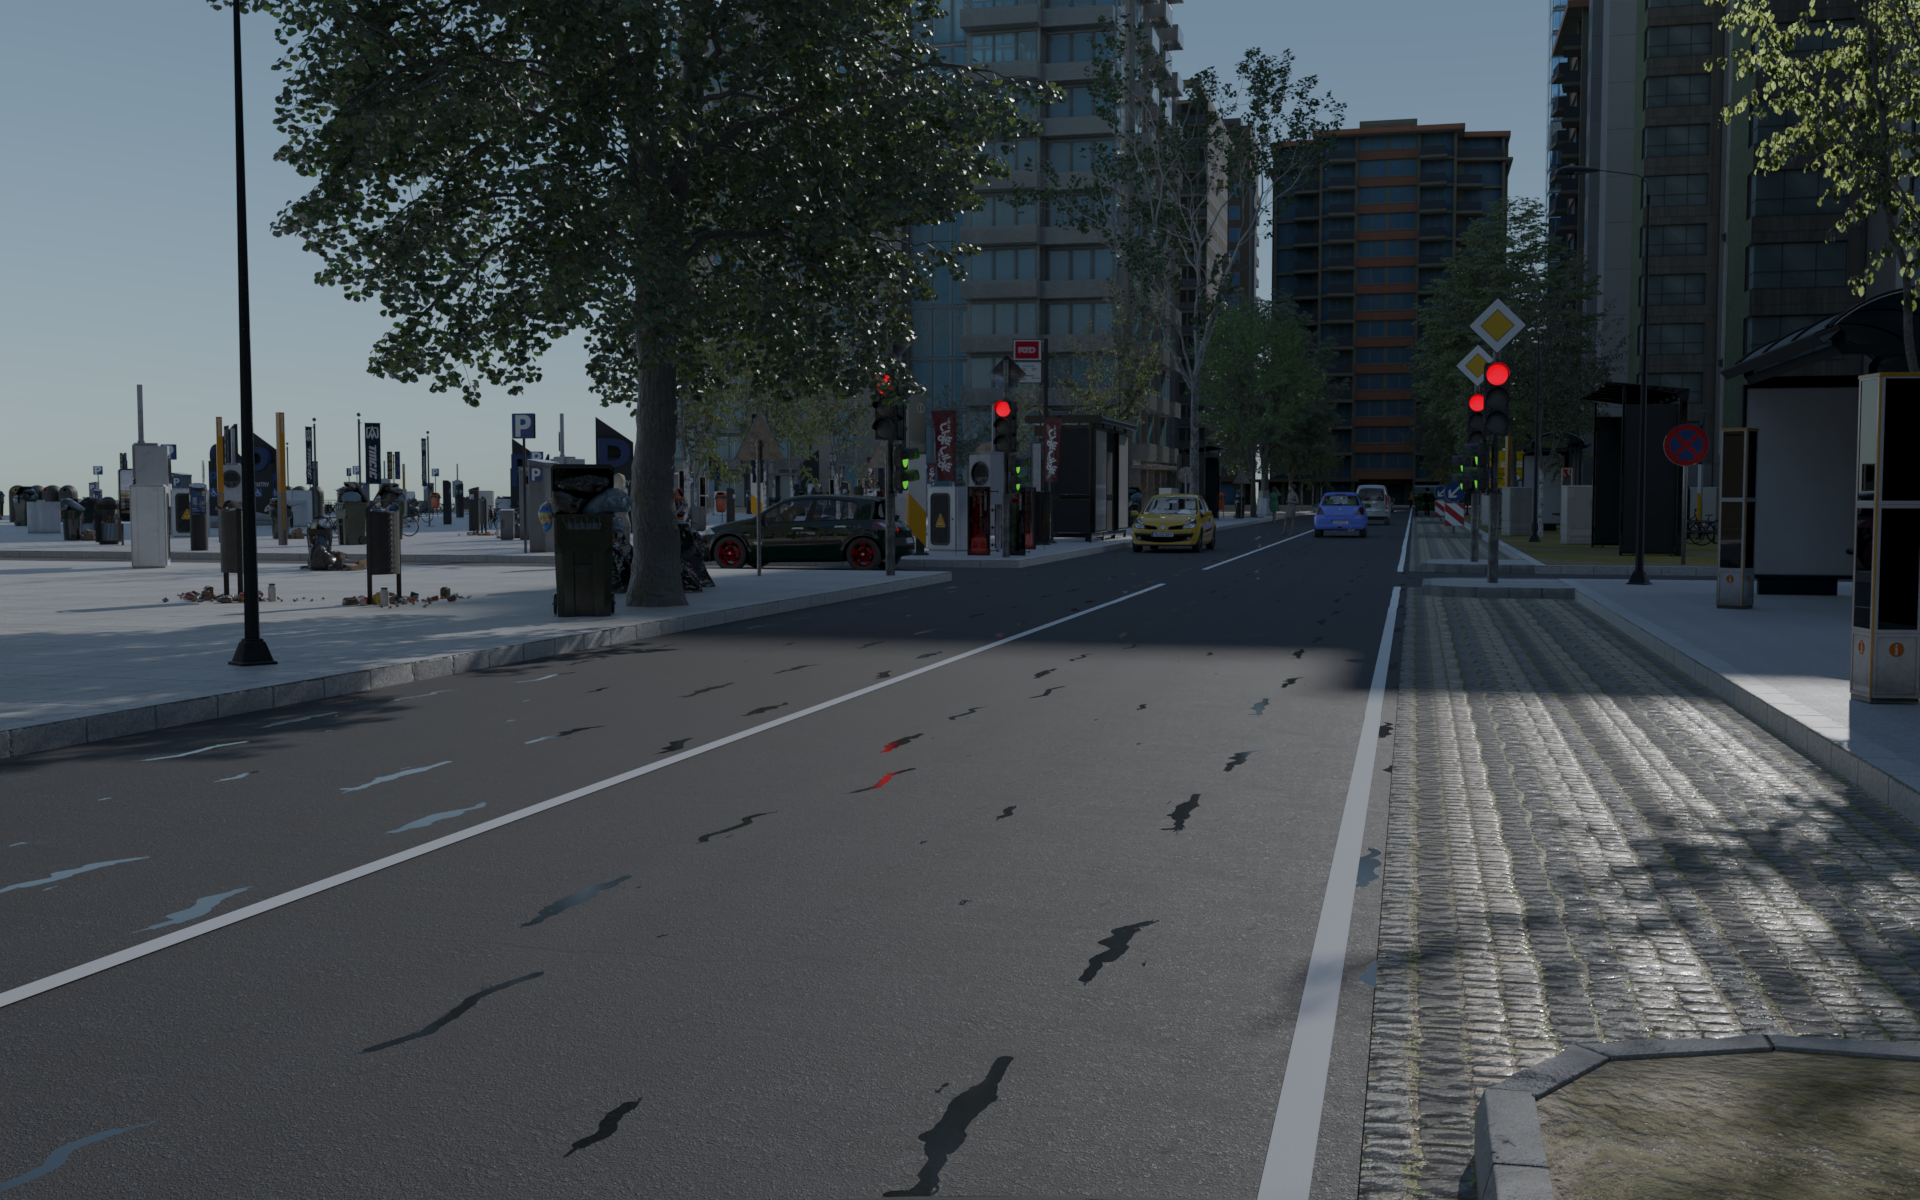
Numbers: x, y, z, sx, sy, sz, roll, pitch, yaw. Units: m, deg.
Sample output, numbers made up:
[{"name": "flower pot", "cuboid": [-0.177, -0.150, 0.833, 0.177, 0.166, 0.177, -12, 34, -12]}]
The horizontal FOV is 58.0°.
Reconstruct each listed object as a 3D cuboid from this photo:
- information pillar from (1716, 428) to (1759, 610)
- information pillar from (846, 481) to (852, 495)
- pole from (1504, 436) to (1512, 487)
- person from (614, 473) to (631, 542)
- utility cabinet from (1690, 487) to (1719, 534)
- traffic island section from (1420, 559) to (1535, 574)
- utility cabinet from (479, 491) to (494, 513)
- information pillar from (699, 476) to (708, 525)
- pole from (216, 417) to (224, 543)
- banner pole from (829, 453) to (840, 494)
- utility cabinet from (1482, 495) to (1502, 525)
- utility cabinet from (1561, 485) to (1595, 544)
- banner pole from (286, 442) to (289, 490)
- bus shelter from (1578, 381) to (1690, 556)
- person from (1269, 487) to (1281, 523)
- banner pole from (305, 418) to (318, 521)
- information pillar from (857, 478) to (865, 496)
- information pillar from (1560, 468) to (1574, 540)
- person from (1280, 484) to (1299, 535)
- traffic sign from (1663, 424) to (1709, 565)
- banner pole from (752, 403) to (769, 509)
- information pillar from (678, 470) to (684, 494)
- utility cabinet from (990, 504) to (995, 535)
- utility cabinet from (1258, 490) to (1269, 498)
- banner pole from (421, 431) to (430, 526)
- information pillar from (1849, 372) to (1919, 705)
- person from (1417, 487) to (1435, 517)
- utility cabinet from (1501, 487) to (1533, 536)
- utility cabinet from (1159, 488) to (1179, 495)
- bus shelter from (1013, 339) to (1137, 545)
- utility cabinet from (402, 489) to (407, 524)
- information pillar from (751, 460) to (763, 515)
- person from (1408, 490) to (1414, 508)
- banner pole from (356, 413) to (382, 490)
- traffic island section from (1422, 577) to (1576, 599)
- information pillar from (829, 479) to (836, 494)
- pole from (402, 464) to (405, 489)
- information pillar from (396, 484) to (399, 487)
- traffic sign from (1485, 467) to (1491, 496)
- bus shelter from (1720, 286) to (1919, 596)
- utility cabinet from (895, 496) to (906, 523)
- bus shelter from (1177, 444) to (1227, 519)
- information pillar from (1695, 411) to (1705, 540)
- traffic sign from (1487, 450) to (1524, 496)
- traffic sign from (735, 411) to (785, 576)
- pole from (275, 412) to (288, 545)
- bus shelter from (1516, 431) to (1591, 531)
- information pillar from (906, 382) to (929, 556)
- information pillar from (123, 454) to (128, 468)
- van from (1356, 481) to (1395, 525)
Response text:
[{"name": "information pillar", "cuboid": [8.691, -0.910, 19.368, 0.304, 2.012, 0.304, -3, 5, -43]}, {"name": "information pillar", "cuboid": [-6.182, -5.616, 96.318, 0.304, 2.012, 0.304, 0, 4, 4]}, {"name": "pole", "cuboid": [19.278, -4.105, 60.965, 0.158, 3.312, 0.155, 0, 3, 0]}, {"name": "person", "cuboid": [-6.118, -1.363, 30.974, 0.537, 1.800, 0.526, 1, 4, 20]}, {"name": "utility cabinet", "cuboid": [23.727, -2.864, 55.503, 0.318, 1.500, 1.173, -3, 4, -39]}, {"name": "traffic island section", "cuboid": [9.751, -0.642, 32.771, 2.009, 0.180, 2.903, 1, 4, 15]}, {"name": "utility cabinet", "cuboid": [-30.229, -6.203, 110.095, 1.173, 1.500, 0.318, 0, 4, 4]}, {"name": "information pillar", "cuboid": [-10.621, -4.111, 71.705, 0.304, 2.012, 0.304, 0, 4, 3]}, {"name": "pole", "cuboid": [-19.511, -3.171, 45.691, 0.158, 3.312, 0.155, 0, 3, 0]}, {"name": "banner pole", "cuboid": [-6.595, -6.230, 91.882, 0.863, 3.779, 0.401, 2, 4, 31]}, {"name": "utility cabinet", "cuboid": [21.972, -3.694, 71.564, 0.306, 1.237, 1.020, -1, 4, -17]}, {"name": "utility cabinet", "cuboid": [15.870, -2.157, 43.954, 1.173, 1.500, 0.318, -1, 4, -12]}, {"name": "banner pole", "cuboid": [-32.646, -5.732, 83.739, 0.401, 3.779, 0.863, 1, 4, 19]}, {"name": "bus shelter", "cuboid": [14.990, -2.905, 38.772, 1.731, 3.624, 6.357, 1, 4, 15]}, {"name": "person", "cuboid": [15.329, -4.633, 84.499, 0.600, 1.795, 0.529, 1, 4, 23]}, {"name": "banner pole", "cuboid": [-21.157, -4.069, 56.549, 0.401, 3.779, 0.863, 0, 4, 7]}, {"name": "information pillar", "cuboid": [-4.664, -4.717, 81.618, 0.304, 2.012, 0.304, 1, 4, 11]}, {"name": "information pillar", "cuboid": [17.061, -2.704, 48.709, 0.304, 2.012, 0.304, 2, 4, 23]}, {"name": "person", "cuboid": [11.450, -3.138, 60.147, 0.374, 1.781, 0.599, -2, 4, -34]}, {"name": "traffic sign", "cuboid": [13.159, -1.916, 31.433, 0.768, 2.556, 0.104, 1, 4, 22]}, {"name": "banner pole", "cuboid": [-5.468, -3.532, 47.765, 0.401, 3.779, 0.863, 2, 4, 34]}, {"name": "information pillar", "cuboid": [-8.319, -2.914, 52.137, 0.304, 2.012, 0.304, 0, 4, -6]}, {"name": "utility cabinet", "cuboid": [1.018, -2.615, 53.918, 1.020, 1.237, 0.306, -1, 4, -20]}, {"name": "utility cabinet", "cuboid": [18.479, -5.917, 105.424, 0.318, 1.500, 1.173, 2, 4, 28]}, {"name": "banner pole", "cuboid": [-21.081, -4.793, 68.385, 0.401, 3.779, 0.863, 0, 4, 7]}, {"name": "information pillar", "cuboid": [5.708, -0.376, 10.637, 0.304, 2.012, 0.304, 0, 4, 4]}, {"name": "person", "cuboid": [29.406, -6.175, 109.089, 1.348, 1.869, 0.705, -1, 4, -18]}, {"name": "utility cabinet", "cuboid": [17.078, -2.715, 53.069, 1.173, 1.500, 0.318, -3, 4, -39]}, {"name": "utility cabinet", "cuboid": [7.664, -3.351, 63.472, 0.318, 1.500, 1.173, -1, 4, -16]}, {"name": "bus shelter", "cuboid": [3.087, -4.260, 47.279, 2.179, 5.291, 8.768, 1, 4, 15]}, {"name": "utility cabinet", "cuboid": [-23.897, -3.947, 73.212, 0.318, 1.500, 1.173, 1, 4, 22]}, {"name": "information pillar", "cuboid": [-8.122, -4.770, 69.336, 0.504, 3.616, 0.183, 0, 4, 0]}, {"name": "person", "cuboid": [46.448, -10.376, 178.244, 0.705, 1.812, 1.348, 3, 5, 41]}, {"name": "banner pole", "cuboid": [-18.241, -3.874, 53.350, 0.863, 3.779, 0.401, -1, 4, -22]}, {"name": "traffic island section", "cuboid": [7.724, -0.169, 25.046, 2.009, 0.180, 2.903, 1, 4, 15]}, {"name": "information pillar", "cuboid": [-6.105, -4.825, 83.386, 0.304, 2.012, 0.304, 1, 4, 16]}, {"name": "pole", "cuboid": [-37.401, -7.502, 116.501, 0.158, 3.312, 0.155, 0, 3, 0]}, {"name": "information pillar", "cuboid": [-39.660, -7.189, 122.033, 0.304, 2.012, 0.304, -1, 4, -9]}, {"name": "traffic sign", "cuboid": [23.687, -4.763, 77.983, 0.768, 2.556, 0.104, 1, 4, 21]}, {"name": "bus shelter", "cuboid": [10.068, -1.564, 19.492, 2.014, 3.302, 5.546, 1, 4, 15]}, {"name": "utility cabinet", "cuboid": [-1.592, -1.947, 42.998, 0.306, 1.237, 1.020, -1, 4, -15]}, {"name": "bus shelter", "cuboid": [11.876, -5.727, 84.912, 1.731, 3.624, 6.357, 1, 4, 15]}, {"name": "information pillar", "cuboid": [20.776, -3.500, 48.579, 0.183, 3.616, 0.504, 2, 4, 30]}, {"name": "traffic sign", "cuboid": [25.413, -5.286, 80.298, 2.265, 3.308, 0.079, 1, 4, 21]}, {"name": "traffic sign", "cuboid": [-3.140, -1.652, 27.018, 0.884, 2.594, 0.081, 2, 4, 23]}, {"name": "pole", "cuboid": [-16.928, -3.019, 43.209, 0.158, 3.312, 0.155, 0, 3, 0]}, {"name": "bus shelter", "cuboid": [19.736, -3.910, 57.860, 2.014, 3.302, 5.546, 1, 4, 15]}, {"name": "information pillar", "cuboid": [-0.900, -2.739, 36.139, 0.504, 3.616, 0.183, -3, 5, -41]}, {"name": "information pillar", "cuboid": [-48.559, -6.691, 100.754, 0.504, 3.616, 0.183, 3, 4, 37]}, {"name": "van", "cuboid": [19.367, -4.547, 81.348, 2.013, 2.044, 4.112, 1, 4, 15]}]
